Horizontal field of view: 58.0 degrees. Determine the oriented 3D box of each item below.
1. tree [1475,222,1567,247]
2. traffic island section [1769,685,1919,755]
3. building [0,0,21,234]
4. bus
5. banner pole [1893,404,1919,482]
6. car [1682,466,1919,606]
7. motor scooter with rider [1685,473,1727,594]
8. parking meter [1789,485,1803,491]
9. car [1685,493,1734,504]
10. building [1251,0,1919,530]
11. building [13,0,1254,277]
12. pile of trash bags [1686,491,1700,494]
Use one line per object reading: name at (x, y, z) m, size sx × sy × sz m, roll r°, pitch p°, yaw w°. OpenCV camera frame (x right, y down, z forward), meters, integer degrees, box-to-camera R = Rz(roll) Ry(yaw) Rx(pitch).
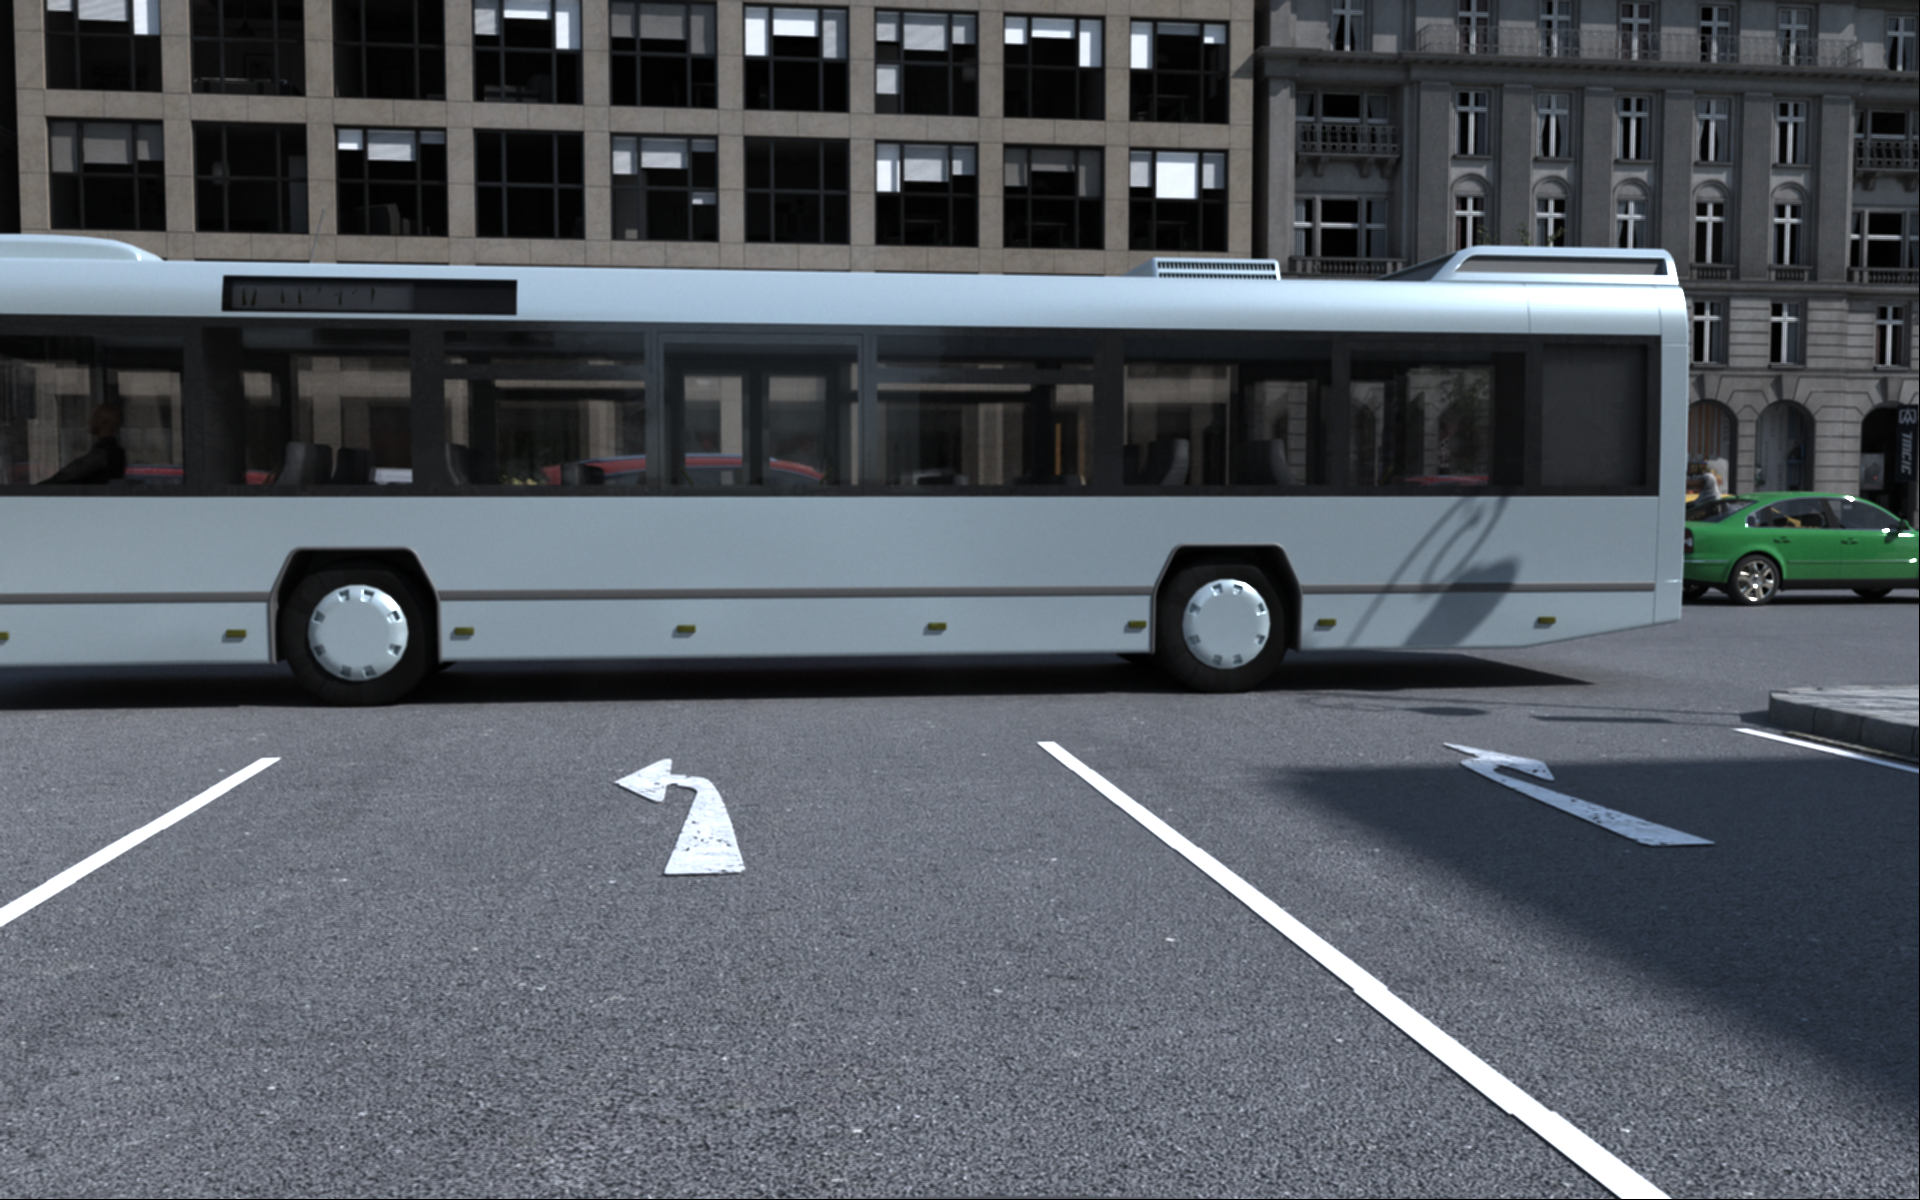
tree at (14.779, -5.865, 46.257) m, size 4.737 × 8.622 × 4.395 m, roll 0°, pitch 3°, yaw 0°
traffic island section at (6.165, 0.745, 10.097) m, size 2.009 × 0.180 × 2.903 m, roll 0°, pitch 4°, yaw -8°
building at (-38.789, -15.460, 50.041) m, size 25.104 × 27.353 × 12.463 m, roll 0°, pitch 4°, yaw -8°
bus at (-1.396, -1.114, 13.070) m, size 13.247 × 3.499 × 2.948 m, roll 0°, pitch 4°, yaw -8°
banner pole at (23.397, -3.210, 42.497) m, size 0.863 × 3.779 × 0.401 m, roll 2°, pitch 4°, yaw 32°
car at (11.391, -0.875, 23.102) m, size 4.718 × 1.807 × 1.959 m, roll 0°, pitch 4°, yaw -7°
motor scooter with rider at (10.415, -0.970, 24.824) m, size 1.986 × 1.779 × 0.876 m, roll 0°, pitch 4°, yaw -6°
parking meter at (24.224, -2.556, 50.206) m, size 0.372 × 1.533 × 0.369 m, roll 0°, pitch 3°, yaw 0°
car at (14.451, -1.368, 32.591) m, size 3.980 × 1.641 × 2.015 m, roll 0°, pitch 4°, yaw -7°
building at (19.725, -13.251, 58.454) m, size 24.055 × 21.916 × 13.314 m, roll 0°, pitch 4°, yaw -8°
building at (-9.582, -15.492, 57.812) m, size 34.151 × 26.468 × 19.350 m, roll 0°, pitch 4°, yaw -8°
pile of trash bags at (19.397, -2.365, 48.420) m, size 3.447 × 1.369 × 1.912 m, roll -2°, pitch 4°, yaw -24°
